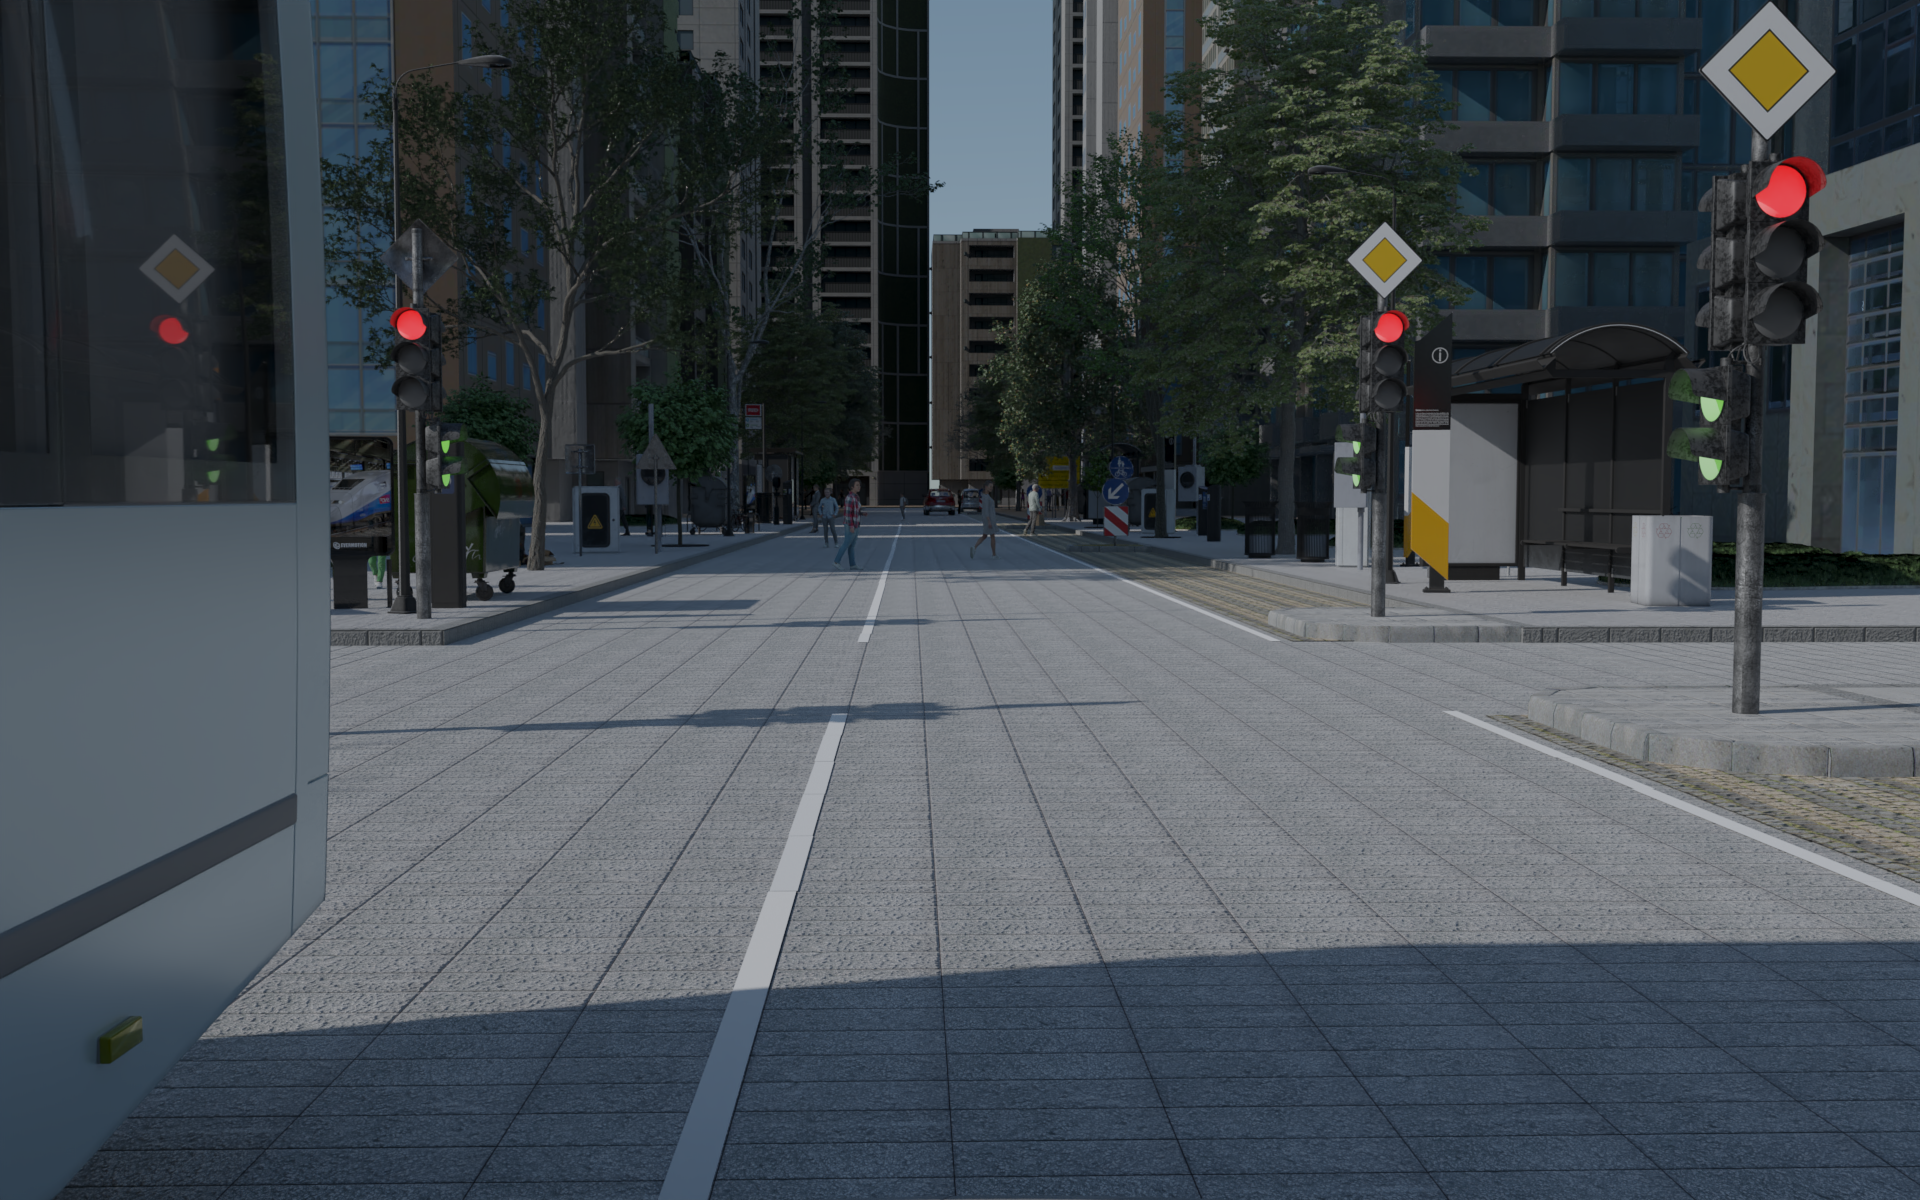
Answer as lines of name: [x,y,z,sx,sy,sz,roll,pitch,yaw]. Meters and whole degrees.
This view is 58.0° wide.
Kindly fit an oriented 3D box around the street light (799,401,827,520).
street light: [-7.354,-6.978,86.629,1.470,5.913,1.316,0,4,-2]

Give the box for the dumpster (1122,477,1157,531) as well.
dumpster: [6.135,-3.262,59.097,1.264,1.857,1.865,0,4,-2]

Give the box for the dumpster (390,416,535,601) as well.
dumpster: [-6.221,-1.159,21.442,1.502,2.255,1.985,0,4,-2]

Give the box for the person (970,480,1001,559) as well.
person: [0.584,-1.752,37.900,0.760,1.731,0.466,-3,4,-37]

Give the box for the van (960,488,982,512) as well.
van: [0.828,-7.897,136.132,2.013,2.044,4.112,0,4,-2]

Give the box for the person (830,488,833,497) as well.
person: [-9.194,-7.023,121.606,0.721,1.736,1.217,-2,4,-23]

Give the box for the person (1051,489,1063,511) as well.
person: [7.469,-7.816,134.569,1.217,1.736,0.721,-2,4,-27]

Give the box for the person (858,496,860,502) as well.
person: [-5.835,-5.224,94.614,0.721,1.736,1.217,-3,5,-42]

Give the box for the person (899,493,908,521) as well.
person: [-3.055,-5.014,93.082,0.503,1.515,0.523,2,4,26]

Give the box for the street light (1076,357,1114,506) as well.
street light: [4.630,-5.270,58.702,1.470,5.913,1.316,0,4,-2]

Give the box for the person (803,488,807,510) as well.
person: [-12.638,-8.191,140.690,0.721,1.735,1.217,0,4,3]

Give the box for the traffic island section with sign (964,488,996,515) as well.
traffic island section with sign: [1.487,-6.826,120.240,1.989,1.847,2.006,0,4,-2]

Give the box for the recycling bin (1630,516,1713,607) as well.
recycling bin: [8.248,-0.461,20.094,0.722,1.027,0.722,0,4,7]

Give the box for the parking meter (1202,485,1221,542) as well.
parking meter: [6.869,-2.349,46.818,0.372,1.533,0.369,0,3,0]

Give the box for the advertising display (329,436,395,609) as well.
advertising display: [-6.826,-0.864,19.343,0.974,1.923,0.123,-2,4,-24]

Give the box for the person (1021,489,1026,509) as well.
person: [5.473,-8.816,150.873,1.217,1.739,0.721,0,4,5]

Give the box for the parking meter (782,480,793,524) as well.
parking meter: [-7.283,-4.123,73.125,0.255,1.863,0.399,2,4,33]

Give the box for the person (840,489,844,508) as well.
person: [-11.050,-9.388,160.356,0.721,1.723,1.217,0,4,0]

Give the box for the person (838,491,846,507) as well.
person: [-11.807,-10.101,173.666,1.348,1.822,0.705,3,5,43]

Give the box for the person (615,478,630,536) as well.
person: [-10.523,-2.857,53.160,0.834,1.777,0.661,-2,4,-33]

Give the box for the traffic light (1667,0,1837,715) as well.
traffic light: [4.584,-1.291,10.033,0.839,4.253,0.868,0,4,-2]

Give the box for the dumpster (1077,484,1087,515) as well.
dumpster: [6.492,-5.142,89.829,1.264,1.857,1.865,0,4,-2]

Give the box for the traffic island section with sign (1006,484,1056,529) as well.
traffic island section with sign: [2.887,-3.810,70.923,1.989,1.847,2.006,0,4,-2]

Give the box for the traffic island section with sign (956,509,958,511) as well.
traffic island section with sign: [0.685,-8.509,147.756,1.989,1.847,2.006,0,4,-2]

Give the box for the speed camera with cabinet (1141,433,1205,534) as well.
speed camera with cabinet: [6.840,-3.755,55.724,2.038,3.252,0.660,3,4,37]

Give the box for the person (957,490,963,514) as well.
person: [0.039,-6.992,123.535,0.721,1.735,1.217,1,4,14]

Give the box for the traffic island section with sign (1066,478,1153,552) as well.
traffic island section with sign: [3.686,-2.114,43.191,1.989,1.847,2.006,0,4,-2]

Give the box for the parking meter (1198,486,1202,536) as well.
parking meter: [7.543,-2.758,53.496,0.372,1.533,0.369,0,3,0]

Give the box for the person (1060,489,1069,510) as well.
person: [8.600,-8.055,137.697,1.348,1.831,0.705,0,4,-3]

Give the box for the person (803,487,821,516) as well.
person: [-8.781,-5.886,103.100,1.217,1.723,0.721,-2,4,-33]

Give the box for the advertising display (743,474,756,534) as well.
advertising display: [-6.861,-3.132,56.426,0.123,1.923,0.974,1,4,11]

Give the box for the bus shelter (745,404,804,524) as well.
bus shelter: [-8.544,-6.241,79.671,2.179,5.291,8.768,0,4,-2]

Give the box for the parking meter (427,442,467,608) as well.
parking meter: [-5.788,-0.843,19.502,0.399,1.863,0.255,0,4,-3]

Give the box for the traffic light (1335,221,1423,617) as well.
traffic light: [4.356,-1.779,18.014,0.839,4.253,0.868,0,4,-2]

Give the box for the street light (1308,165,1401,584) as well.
street light: [5.614,-3.188,24.670,1.470,5.913,1.316,0,4,-2]

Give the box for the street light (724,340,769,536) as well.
street light: [-6.463,-4.882,52.359,1.470,5.913,1.316,0,4,-2]

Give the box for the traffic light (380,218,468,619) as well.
traffic light: [-5.501,-1.761,17.718,0.839,4.253,0.868,0,4,-2]

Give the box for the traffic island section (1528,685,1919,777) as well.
traffic island section: [4.625,0.742,10.148,2.009,0.180,2.903,0,4,-2]

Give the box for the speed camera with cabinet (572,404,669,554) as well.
speed camera with cabinet: [-7.392,-2.652,37.693,2.038,3.252,0.660,-1,4,-14]

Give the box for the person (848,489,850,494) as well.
person: [-10.905,-9.991,169.411,0.705,1.822,1.348,0,4,-6]

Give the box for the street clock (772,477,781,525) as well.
street clock: [-7.628,-4.128,72.060,0.358,2.002,0.471,1,4,10]

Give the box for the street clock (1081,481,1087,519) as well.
street clock: [6.382,-5.102,87.987,0.471,2.002,0.358,-2,4,-31]

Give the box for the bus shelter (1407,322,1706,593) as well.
bus shelter: [7.701,-1.791,23.200,2.014,3.302,5.546,0,4,-2]

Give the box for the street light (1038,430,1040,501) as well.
street light: [3.698,-7.370,93.039,1.470,5.913,1.316,0,4,-2]

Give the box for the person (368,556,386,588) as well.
person: [-7.966,-0.822,23.726,0.306,1.304,0.590,-1,4,-15]

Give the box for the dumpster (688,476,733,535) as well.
dumpster: [-7.916,-3.009,54.948,1.264,1.857,1.865,0,4,-2]

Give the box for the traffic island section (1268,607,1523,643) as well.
traffic island section: [4.397,0.254,18.129,2.009,0.180,2.903,0,4,-2]

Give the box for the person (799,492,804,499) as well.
person: [-11.740,-7.201,123.795,1.348,1.821,0.705,-2,4,-32]

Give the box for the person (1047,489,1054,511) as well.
person: [6.750,-7.564,129.576,0.599,1.838,0.709,-3,5,-41]

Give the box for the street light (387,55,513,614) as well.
street light: [-5.434,-2.810,18.489,1.470,5.913,1.316,0,4,-2]

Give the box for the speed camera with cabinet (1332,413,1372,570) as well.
speed camera with cabinet: [6.821,-2.186,30.081,0.660,3.252,2.038,1,4,15]

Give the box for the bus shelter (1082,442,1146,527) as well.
bus shelter: [6.204,-4.682,70.477,2.014,3.302,5.546,0,4,-2]

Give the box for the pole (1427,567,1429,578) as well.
pole: [7.244,-1.992,26.408,0.158,3.312,0.155,0,3,0]
